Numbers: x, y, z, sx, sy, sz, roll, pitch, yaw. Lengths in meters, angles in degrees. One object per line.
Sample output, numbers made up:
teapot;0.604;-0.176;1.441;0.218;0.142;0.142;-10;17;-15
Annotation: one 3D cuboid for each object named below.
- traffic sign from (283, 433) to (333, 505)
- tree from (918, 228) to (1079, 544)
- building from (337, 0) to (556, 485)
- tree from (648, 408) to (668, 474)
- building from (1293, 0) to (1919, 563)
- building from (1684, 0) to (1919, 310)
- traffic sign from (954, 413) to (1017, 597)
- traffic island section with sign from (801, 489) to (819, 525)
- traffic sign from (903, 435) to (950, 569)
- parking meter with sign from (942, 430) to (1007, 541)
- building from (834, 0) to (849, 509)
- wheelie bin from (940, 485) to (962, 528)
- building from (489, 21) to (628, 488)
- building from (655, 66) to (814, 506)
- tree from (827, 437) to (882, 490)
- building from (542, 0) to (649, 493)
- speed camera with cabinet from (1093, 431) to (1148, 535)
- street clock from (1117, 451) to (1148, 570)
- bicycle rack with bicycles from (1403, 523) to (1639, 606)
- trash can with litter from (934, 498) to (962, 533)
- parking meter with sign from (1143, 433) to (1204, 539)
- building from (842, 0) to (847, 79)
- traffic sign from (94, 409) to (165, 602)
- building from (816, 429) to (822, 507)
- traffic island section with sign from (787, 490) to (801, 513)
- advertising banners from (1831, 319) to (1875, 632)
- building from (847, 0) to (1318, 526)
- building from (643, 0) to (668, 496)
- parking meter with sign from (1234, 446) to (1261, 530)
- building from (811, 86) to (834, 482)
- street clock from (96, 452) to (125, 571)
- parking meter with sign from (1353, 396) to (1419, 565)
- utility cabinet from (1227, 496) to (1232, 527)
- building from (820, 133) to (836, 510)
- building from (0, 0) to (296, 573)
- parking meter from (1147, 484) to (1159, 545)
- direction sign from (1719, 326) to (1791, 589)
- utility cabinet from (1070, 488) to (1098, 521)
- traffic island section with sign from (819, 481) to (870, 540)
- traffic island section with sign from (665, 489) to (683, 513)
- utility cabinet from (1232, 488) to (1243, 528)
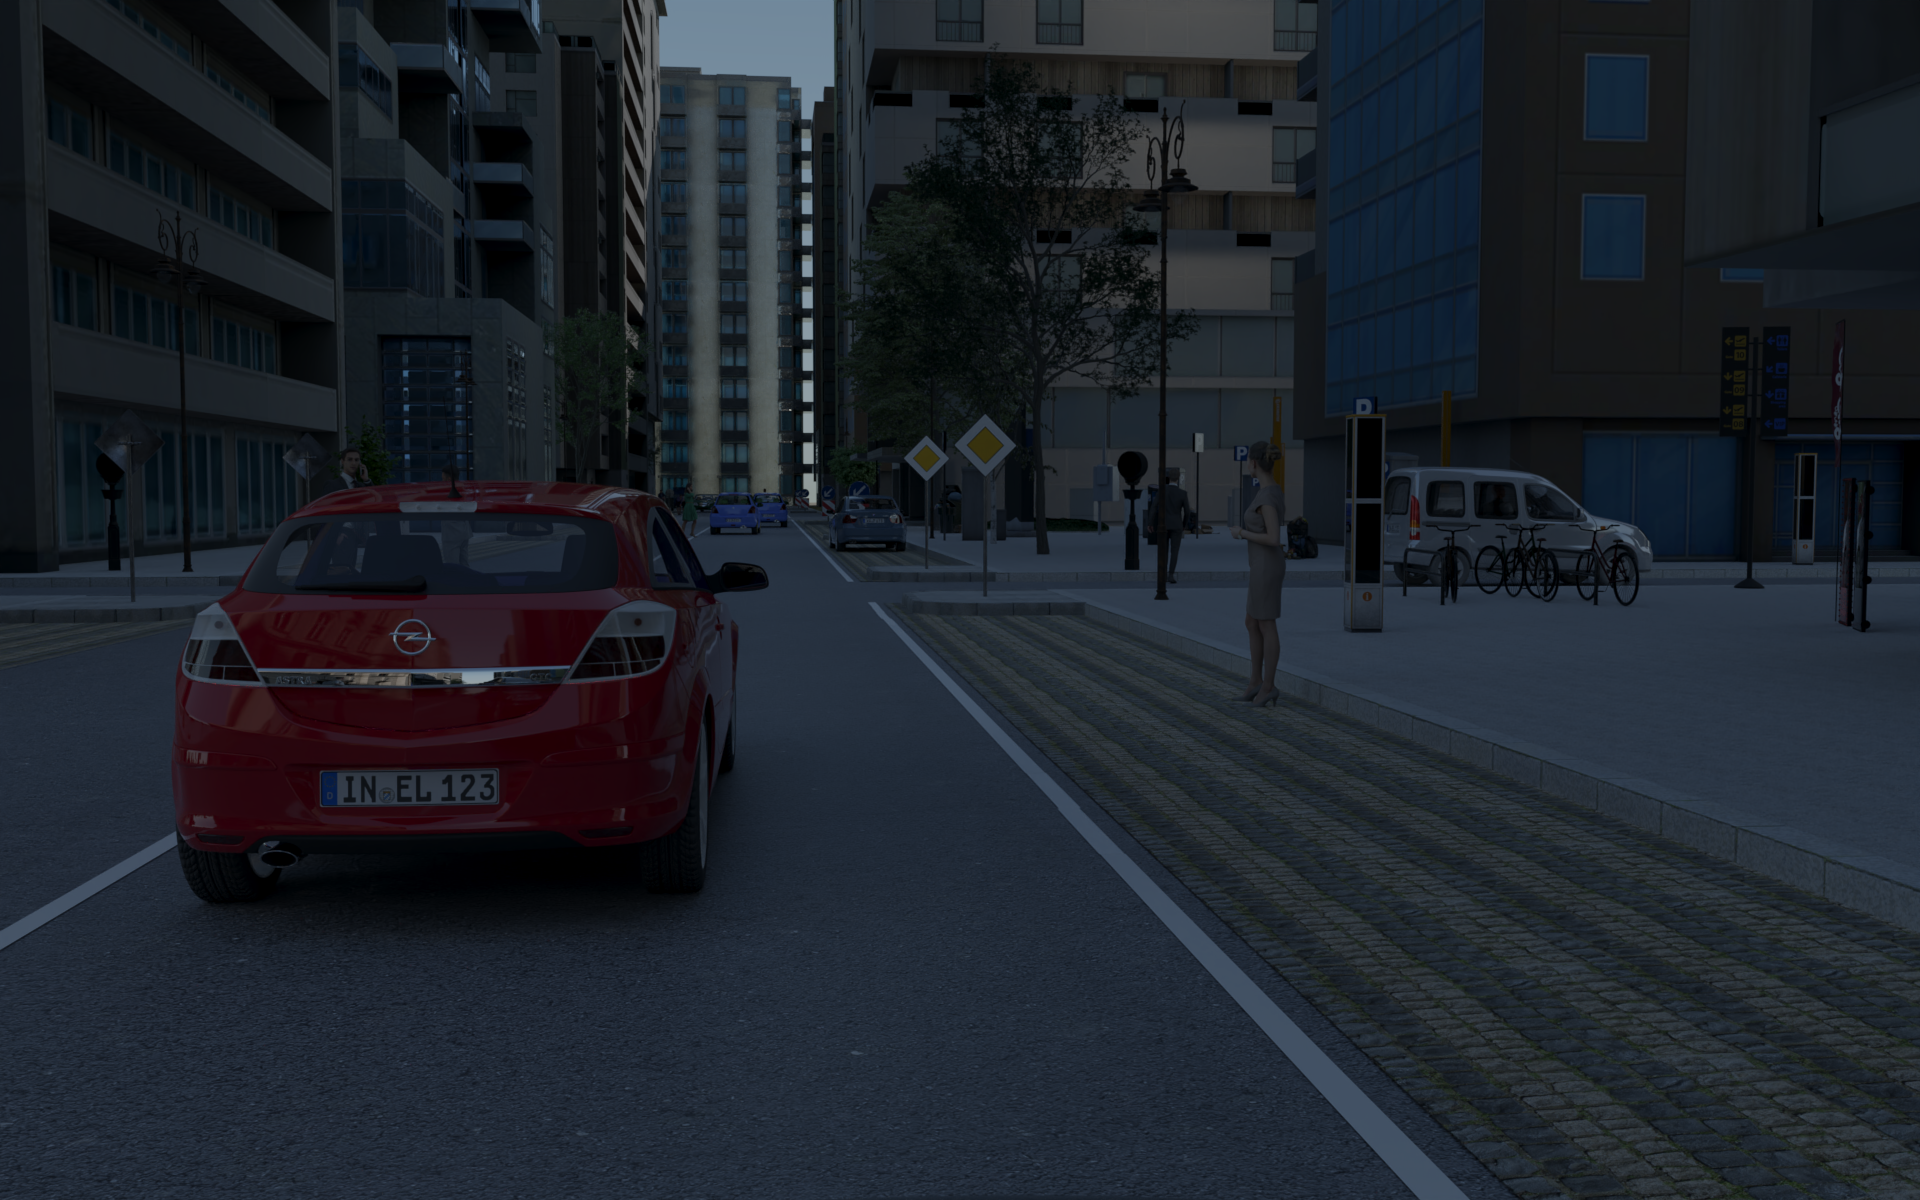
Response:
traffic sign;-10.706;-1.518;28.454;0.795;2.450;0.064;0;4;-6
tree;0.893;-5.727;43.993;4.360;8.622;3.978;0;3;0
building;-27.885;-46.256;68.954;22.319;86.520;31.000;0;4;-6
tree;-26.484;-11.817;143.562;4.360;8.622;3.978;0;3;0
building;16.473;-23.722;37.962;14.200;45.320;14.600;0;4;-6
building;11.798;-19.808;7.458;14.154;41.232;14.086;0;4;-6
traffic sign;0.312;-1.100;21.622;0.795;2.450;0.064;0;4;-6
traffic island section with sign;-6.318;-4.451;81.401;1.989;1.847;2.006;0;4;-6
traffic sign;-0.572;-1.585;29.558;0.795;2.450;0.064;0;4;-6
parking meter with sign;0.399;-3.148;47.725;1.738;3.016;0.543;0;4;-3
building;-2.282;-27.171;127.841;14.154;41.232;14.086;0;4;-6
wheelie bin;-0.254;-3.077;58.212;0.693;1.594;0.980;-3;5;-42
building;-28.846;-20.658;109.468;14.160;30.474;14.107;0;4;-6
building;-32.162;-35.313;196.975;30.456;49.044;23.786;0;4;-6
tree;-6.033;-7.117;100.077;4.285;4.588;4.351;0;3;0
building;-34.526;-30.758;126.593;21.300;48.544;21.600;0;4;-6
speed camera with cabinet;5.202;-3.653;54.067;2.038;3.252;0.660;2;4;28
street clock;2.908;-1.507;29.214;0.471;2.002;0.358;2;4;35
bicycle rack with bicycles;6.592;-0.465;20.987;2.852;0.926;2.925;0;4;2
trash can with litter;-0.280;-2.761;56.536;1.055;1.170;0.624;-3;5;-41
parking meter with sign;6.113;-3.289;50.031;1.738;3.016;0.543;2;4;33
building;-0.400;-28.298;112.786;14.600;45.320;14.200;0;4;-6
traffic sign;-9.822;-1.032;20.518;0.795;2.450;0.064;0;4;-6
building;-2.215;-52.081;164.197;22.319;86.520;31.000;0;4;-6
traffic island section with sign;-11.822;-7.470;130.769;1.989;1.847;2.006;0;4;-6
advertising banners;8.666;-1.264;16.862;0.090;3.025;2.074;1;4;18
building;8.677;-30.118;81.668;28.713;52.752;27.495;0;4;-6
building;-41.741;-34.997;161.438;27.495;52.752;28.713;0;4;-6
parking meter with sign;10.375;-4.004;61.730;0.543;3.016;1.738;-1;4;-16
building;-9.293;-33.290;194.394;14.200;45.320;14.600;0;4;-6
street clock;-14.188;-1.495;29.009;0.471;2.002;0.358;-2;4;-25
parking meter with sign;7.982;-2.158;31.547;1.738;3.016;0.543;-2;4;-30
utility cabinet;10.859;-3.406;66.844;1.020;1.237;0.306;-1;4;-11
building;-4.461;-22.667;142.305;14.160;30.474;14.107;0;4;-6
building;-26.674;-25.205;35.801;21.300;48.544;21.600;0;4;-6
parking meter;4.919;-2.158;43.697;0.372;1.533;0.369;0;3;0
direction sign;10.763;-1.928;23.515;0.876;3.537;0.379;0;4;7
utility cabinet;4.681;-3.458;65.216;1.173;1.500;0.318;3;5;44
traffic island section with sign;-3.306;-2.800;54.405;1.989;1.847;2.006;0;4;-6
traffic island section with sign;-21.670;-7.404;129.686;1.989;1.847;2.006;0;4;-6
utility cabinet;10.810;-3.441;64.947;1.173;1.500;0.318;0;4;-7
